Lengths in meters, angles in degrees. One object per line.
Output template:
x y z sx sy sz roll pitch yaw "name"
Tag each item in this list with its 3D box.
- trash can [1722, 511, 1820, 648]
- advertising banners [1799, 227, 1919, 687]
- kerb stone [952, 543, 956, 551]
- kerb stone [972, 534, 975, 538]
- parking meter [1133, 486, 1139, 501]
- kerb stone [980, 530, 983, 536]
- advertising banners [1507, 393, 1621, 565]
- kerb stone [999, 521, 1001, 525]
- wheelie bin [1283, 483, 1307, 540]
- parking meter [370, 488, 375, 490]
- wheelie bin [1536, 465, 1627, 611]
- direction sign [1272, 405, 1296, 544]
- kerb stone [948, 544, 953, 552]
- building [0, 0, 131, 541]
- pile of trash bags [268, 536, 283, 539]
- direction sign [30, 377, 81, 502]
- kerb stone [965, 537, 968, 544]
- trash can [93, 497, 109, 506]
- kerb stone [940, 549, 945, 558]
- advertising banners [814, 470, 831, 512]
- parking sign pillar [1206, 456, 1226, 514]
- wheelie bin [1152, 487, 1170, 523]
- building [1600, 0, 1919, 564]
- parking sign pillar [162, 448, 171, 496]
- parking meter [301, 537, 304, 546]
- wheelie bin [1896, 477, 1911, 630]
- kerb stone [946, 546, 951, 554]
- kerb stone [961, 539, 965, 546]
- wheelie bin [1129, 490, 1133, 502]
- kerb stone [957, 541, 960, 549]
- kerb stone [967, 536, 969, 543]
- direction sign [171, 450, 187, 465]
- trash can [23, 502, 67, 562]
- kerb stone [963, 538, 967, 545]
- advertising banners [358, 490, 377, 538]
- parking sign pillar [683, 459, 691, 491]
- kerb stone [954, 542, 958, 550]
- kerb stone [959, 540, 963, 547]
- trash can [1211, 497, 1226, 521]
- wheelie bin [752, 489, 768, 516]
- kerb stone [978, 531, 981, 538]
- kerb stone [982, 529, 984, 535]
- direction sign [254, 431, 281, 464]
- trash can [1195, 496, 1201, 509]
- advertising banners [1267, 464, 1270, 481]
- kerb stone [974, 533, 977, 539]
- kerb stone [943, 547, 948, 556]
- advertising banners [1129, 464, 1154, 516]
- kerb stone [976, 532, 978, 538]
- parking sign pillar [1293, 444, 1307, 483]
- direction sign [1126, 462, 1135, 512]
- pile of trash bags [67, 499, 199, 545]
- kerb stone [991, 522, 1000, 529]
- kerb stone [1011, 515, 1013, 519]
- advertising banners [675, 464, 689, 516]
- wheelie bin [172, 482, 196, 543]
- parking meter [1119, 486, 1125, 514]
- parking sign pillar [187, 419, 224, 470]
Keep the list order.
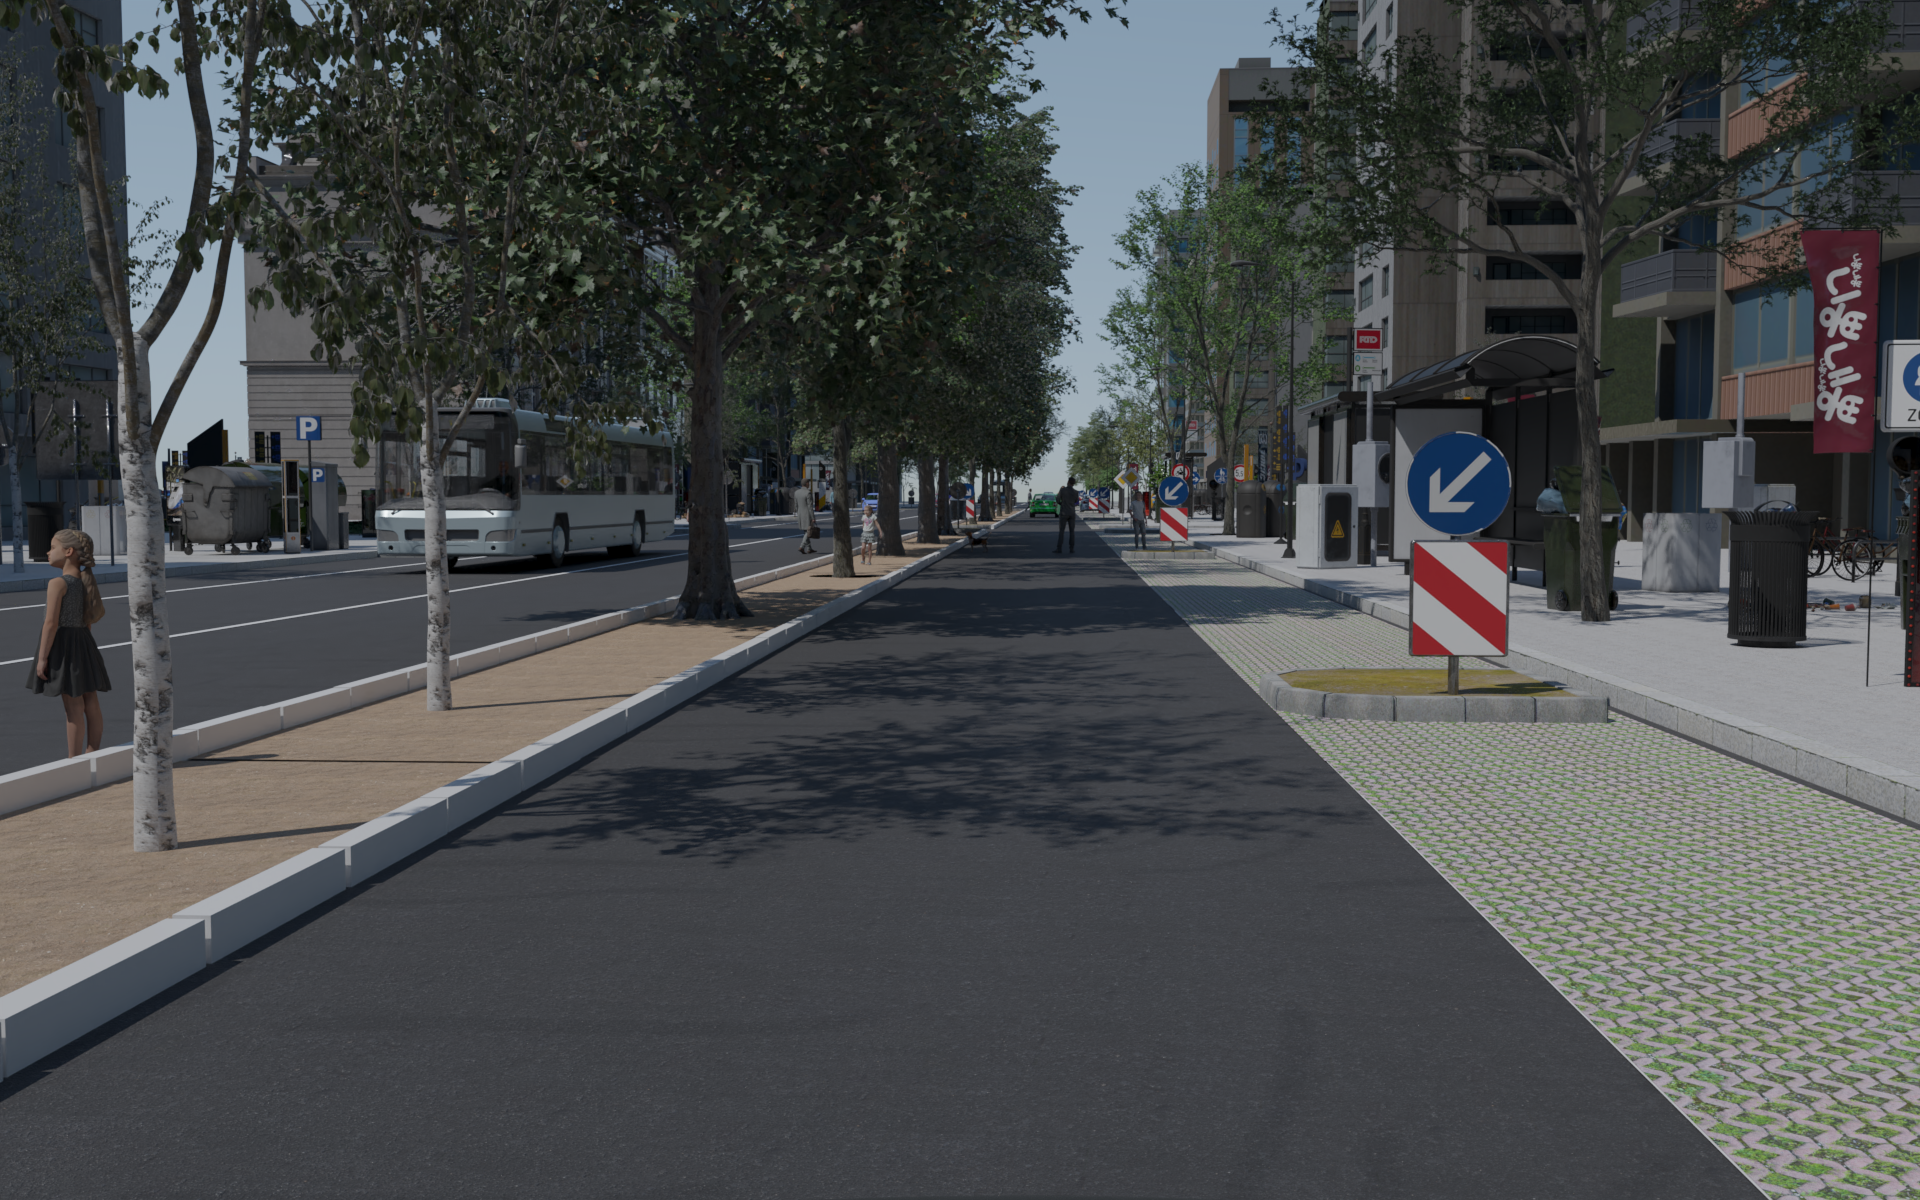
6.811 -0.180 14.596 0.748 1.137 0.748 0 3 0 "trash can"
6.554 -0.931 11.405 2.074 3.025 0.090 0 4 4 "advertising banners"
-0.262 -1.249 42.611 0.120 0.150 1.000 0 4 3 "kerb stone"
0.304 -1.875 52.855 0.120 0.150 1.000 0 4 3 "kerb stone"
12.239 -7.027 120.610 0.399 1.863 0.255 -2 4 -32 "parking meter"
0.599 -2.185 57.964 0.120 0.150 1.000 0 4 3 "kerb stone"
10.499 -2.078 30.166 2.074 3.025 0.090 0 4 -4 "advertising banners"
1.599 -3.287 75.939 0.120 0.150 1.000 0 4 3 "kerb stone"
9.496 -2.489 48.603 0.693 1.594 0.980 -2 4 -29 "wheelie bin"
-24.775 -3.968 73.293 0.372 1.533 0.369 0 3 0 "parking meter"
6.826 -0.688 19.153 0.980 1.594 0.693 0 4 -7 "wheelie bin"
8.257 -3.208 44.450 0.379 3.537 0.876 0 4 -7 "direction sign"
-0.317 -1.186 41.590 0.120 0.150 1.000 0 4 3 "kerb stone"
-31.948 -22.244 47.280 14.086 41.232 14.154 0 4 3 "building"
-20.386 -2.497 50.572 1.912 1.369 3.447 -2 4 -33 "pile of trash bags"
-17.509 -2.546 33.626 0.876 3.537 0.379 -2 4 -35 "direction sign"
0.079 -1.625 48.763 0.120 0.150 1.000 0 4 3 "kerb stone"
-40.215 -4.254 81.204 0.748 1.137 0.748 0 3 0 "trash can"
-0.479 -0.996 38.519 0.120 0.150 1.000 0 4 3 "kerb stone"
-10.394 -7.949 126.157 2.074 3.025 0.090 0 4 -7 "advertising banners"
16.852 -7.647 113.504 1.447 3.967 1.447 1 4 22 "parking sign pillar"
8.940 -4.179 76.232 0.980 1.594 0.693 0 4 -1 "wheelie bin"
27.099 -23.336 36.172 22.147 44.769 28.867 0 4 3 "building"
-46.449 -6.911 101.462 1.447 3.967 1.447 -2 4 -24 "parking sign pillar"
-16.531 -2.127 43.180 0.372 1.533 0.369 0 3 0 "parking meter"
9.109 -0.502 16.116 0.693 1.594 0.980 1 4 16 "wheelie bin"
-0.372 -1.121 40.569 0.120 0.150 1.000 0 4 3 "kerb stone"
-0.033 -1.499 46.704 0.120 0.150 1.000 0 4 3 "kerb stone"
14.379 -8.284 143.349 0.693 1.594 0.980 -2 4 -35 "wheelie bin"
-0.148 -1.371 44.657 0.120 0.150 1.000 0 4 3 "kerb stone"
0.141 -1.688 49.791 0.120 0.150 1.000 0 4 3 "kerb stone"
-40.431 -5.989 89.911 0.876 3.537 0.379 0 4 -6 "direction sign"
-17.283 -1.290 32.750 0.748 1.137 0.748 0 3 0 "trash can"
0.026 -1.558 47.732 0.120 0.150 1.000 0 4 3 "kerb stone"
-16.705 -3.365 51.205 2.074 3.025 0.090 -1 4 -22 "advertising banners"
-19.646 -8.451 126.641 1.447 3.967 1.447 3 4 38 "parking sign pillar"
-0.208 -1.311 43.636 0.120 0.150 1.000 0 4 3 "kerb stone"
-0.085 -1.436 45.677 0.120 0.150 1.000 0 4 3 "kerb stone"
12.326 -4.342 82.639 0.748 1.137 0.748 0 3 0 "trash can"
-11.592 -5.687 100.885 0.980 1.594 0.693 -2 4 -31 "wheelie bin"
0.540 -2.125 56.943 0.120 0.150 1.000 0 4 3 "kerb stone"
0.657 -2.251 58.993 0.120 0.150 1.000 0 4 3 "kerb stone"
-25.019 -4.322 62.668 0.876 3.537 0.379 -1 4 -20 "direction sign"
18.635 -7.612 136.103 0.748 1.137 0.748 0 3 0 "trash can"
17.398 -6.368 100.304 2.074 3.025 0.090 -3 4 -38 "advertising banners"
0.372 -1.938 53.875 0.120 0.150 1.000 0 4 3 "kerb stone"
-0.432 -1.059 39.549 0.120 0.150 1.000 0 4 3 "kerb stone"
10.781 -6.337 99.791 2.074 3.025 0.090 0 4 -1 "advertising banners"
0.418 -1.999 54.896 0.120 0.150 1.000 0 4 3 "kerb stone"
18.495 -6.424 93.504 1.447 3.967 1.447 -1 4 -21 "parking sign pillar"
12.860 -8.452 130.180 0.876 3.537 0.379 3 4 38 "direction sign"
-20.441 -2.031 42.959 3.447 1.369 1.912 0 4 -8 "pile of trash bags"
1.548 -3.220 74.910 0.120 0.150 1.000 0 4 3 "kerb stone"
2.687 -4.467 95.392 0.120 0.150 1.000 0 4 3 "kerb stone"
-15.872 -6.411 101.000 2.074 3.025 0.090 -2 4 -26 "advertising banners"
-20.161 -2.281 45.209 0.980 1.594 0.693 2 4 23 "wheelie bin"
10.653 -6.624 114.010 0.255 1.863 0.399 2 4 32 "parking meter"
-26.993 -4.508 62.171 1.447 3.967 1.447 0 4 2 "parking sign pillar"
